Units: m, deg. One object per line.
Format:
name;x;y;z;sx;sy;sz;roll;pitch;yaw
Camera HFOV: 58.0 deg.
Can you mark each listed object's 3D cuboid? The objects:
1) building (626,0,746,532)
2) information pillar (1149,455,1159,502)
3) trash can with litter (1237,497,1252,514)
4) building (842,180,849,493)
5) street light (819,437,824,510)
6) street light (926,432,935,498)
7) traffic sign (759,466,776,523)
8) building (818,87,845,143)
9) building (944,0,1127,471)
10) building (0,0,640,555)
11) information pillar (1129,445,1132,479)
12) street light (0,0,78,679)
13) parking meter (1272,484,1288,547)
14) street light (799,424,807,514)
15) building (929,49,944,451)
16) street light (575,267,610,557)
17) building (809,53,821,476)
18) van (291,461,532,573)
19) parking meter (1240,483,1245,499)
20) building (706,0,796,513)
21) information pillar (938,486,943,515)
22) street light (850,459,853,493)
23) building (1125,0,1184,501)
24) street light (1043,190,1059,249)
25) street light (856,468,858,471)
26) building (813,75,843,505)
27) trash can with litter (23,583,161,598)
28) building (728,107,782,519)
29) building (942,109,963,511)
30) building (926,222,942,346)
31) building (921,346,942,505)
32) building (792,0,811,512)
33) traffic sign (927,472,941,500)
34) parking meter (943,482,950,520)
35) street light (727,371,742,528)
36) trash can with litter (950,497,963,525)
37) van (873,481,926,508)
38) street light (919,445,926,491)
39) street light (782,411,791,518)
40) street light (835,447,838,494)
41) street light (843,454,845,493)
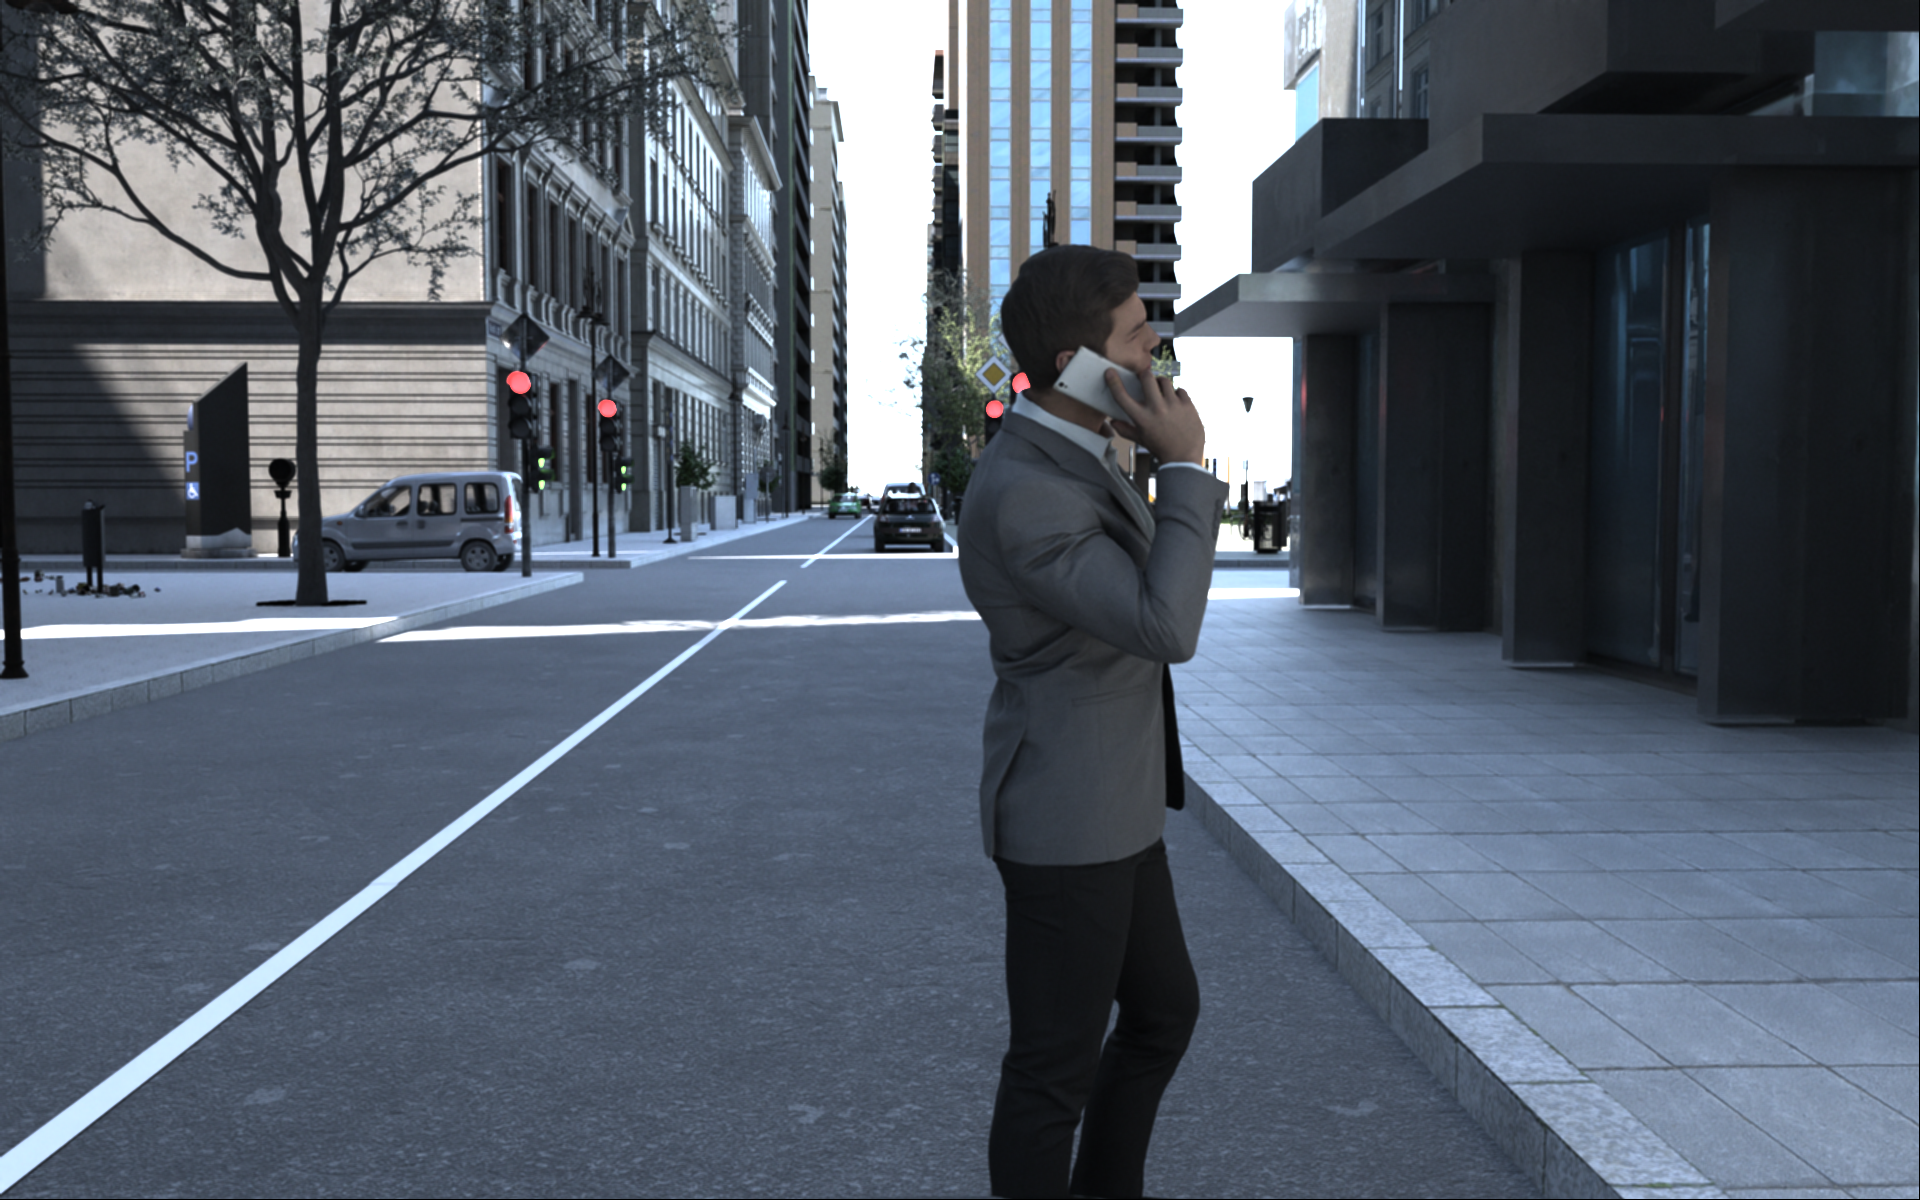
building;-18.148;-14.561;71.355;16.112;22.955;30.059;0;4;-2
information pillar;10.259;-6.123;91.473;0.504;3.616;0.183;-1;4;-12
trash can with litter;13.623;-4.464;84.381;1.055;1.170;0.624;-1;4;-21
building;-27.333;-38.499;253.155;21.300;48.544;21.600;0;4;-2
street light;-11.247;-10.283;140.906;0.468;5.910;1.993;0;4;-2
street light;-2.045;-9.402;126.505;0.468;5.910;1.993;0;4;-2
traffic sign;-8.618;-4.731;77.451;0.768;2.556;0.104;0;4;-1
building;-29.780;-39.094;228.424;28.713;52.752;27.495;0;4;-2
building;5.719;-30.436;147.746;14.600;45.320;14.200;0;4;-2
building;-15.397;-12.828;45.889;11.583;22.565;21.152;0;4;-2
information pillar;8.188;-5.611;83.098;0.183;3.616;0.504;1;4;9
street light;-6.610;-2.394;11.923;0.468;5.910;1.993;0;4;-2
parking meter;7.764;-2.057;42.036;0.372;1.533;0.369;0;3;0
street light;-10.083;-8.484;111.504;0.468;5.910;1.993;0;4;-2
building;8.171;-31.552;170.502;22.147;44.769;28.867;0;4;-2
street light;-7.474;-3.828;35.377;0.468;5.910;1.993;0;4;-2
building;-25.091;-33.038;159.774;23.786;49.044;30.456;0;4;-2
van;-9.895;-1.484;31.280;4.112;2.044;2.013;0;4;-2
parking meter;15.178;-5.338;92.995;0.255;1.863;0.399;2;4;25
building;-18.591;-26.457;116.167;14.154;41.232;14.086;0;4;-2
information pillar;-1.182;-6.375;108.722;0.304;2.012;0.304;-1;4;-12
street light;-14.057;-15.377;224.196;0.468;5.910;1.993;0;4;-2
building;7.063;-28.649;118.523;14.600;45.320;14.200;0;4;-2
street light;1.364;-3.298;26.717;0.468;5.910;1.993;0;4;-2
street light;-15.098;-17.175;253.603;0.468;5.910;1.993;0;4;-2
building;-25.284;-35.504;204.193;21.300;48.544;21.600;0;4;-2
trash can with litter;-11.075;-0.677;22.121;1.678;1.210;2.233;-3;5;-40
building;-16.072;-16.361;96.380;11.050;23.489;19.941;0;4;-2
building;5.586;-22.135;133.610;14.160;30.474;14.107;0;4;-2
building;1.845;-35.389;262.201;14.154;41.232;14.086;0;4;-2
building;9.135;-22.788;217.630;27.650;21.520;28.899;0;4;-2
building;-22.818;-31.203;133.873;21.300;48.544;21.600;0;4;-2
traffic sign;-1.503;-6.135;100.412;0.768;2.556;0.104;0;3;0
parking meter;-0.670;-4.858;85.137;0.255;1.863;0.399;2;4;27
street light;-8.464;-5.652;65.200;0.468;5.910;1.993;0;4;-2
trash can with litter;0.153;-3.668;71.351;1.055;1.170;0.624;-3;5;-42
van;-1.916;-3.142;58.380;2.013;2.044;4.112;0;4;-3
street light;-3.201;-11.236;156.499;0.468;5.910;1.993;0;4;-2
street light;-9.481;-7.454;94.667;0.468;5.910;1.993;0;4;-2
street light;-12.175;-12.102;170.649;0.468;5.910;1.993;0;4;-2
street light;-13.072;-13.578;194.788;0.468;5.910;1.993;0;4;-2
